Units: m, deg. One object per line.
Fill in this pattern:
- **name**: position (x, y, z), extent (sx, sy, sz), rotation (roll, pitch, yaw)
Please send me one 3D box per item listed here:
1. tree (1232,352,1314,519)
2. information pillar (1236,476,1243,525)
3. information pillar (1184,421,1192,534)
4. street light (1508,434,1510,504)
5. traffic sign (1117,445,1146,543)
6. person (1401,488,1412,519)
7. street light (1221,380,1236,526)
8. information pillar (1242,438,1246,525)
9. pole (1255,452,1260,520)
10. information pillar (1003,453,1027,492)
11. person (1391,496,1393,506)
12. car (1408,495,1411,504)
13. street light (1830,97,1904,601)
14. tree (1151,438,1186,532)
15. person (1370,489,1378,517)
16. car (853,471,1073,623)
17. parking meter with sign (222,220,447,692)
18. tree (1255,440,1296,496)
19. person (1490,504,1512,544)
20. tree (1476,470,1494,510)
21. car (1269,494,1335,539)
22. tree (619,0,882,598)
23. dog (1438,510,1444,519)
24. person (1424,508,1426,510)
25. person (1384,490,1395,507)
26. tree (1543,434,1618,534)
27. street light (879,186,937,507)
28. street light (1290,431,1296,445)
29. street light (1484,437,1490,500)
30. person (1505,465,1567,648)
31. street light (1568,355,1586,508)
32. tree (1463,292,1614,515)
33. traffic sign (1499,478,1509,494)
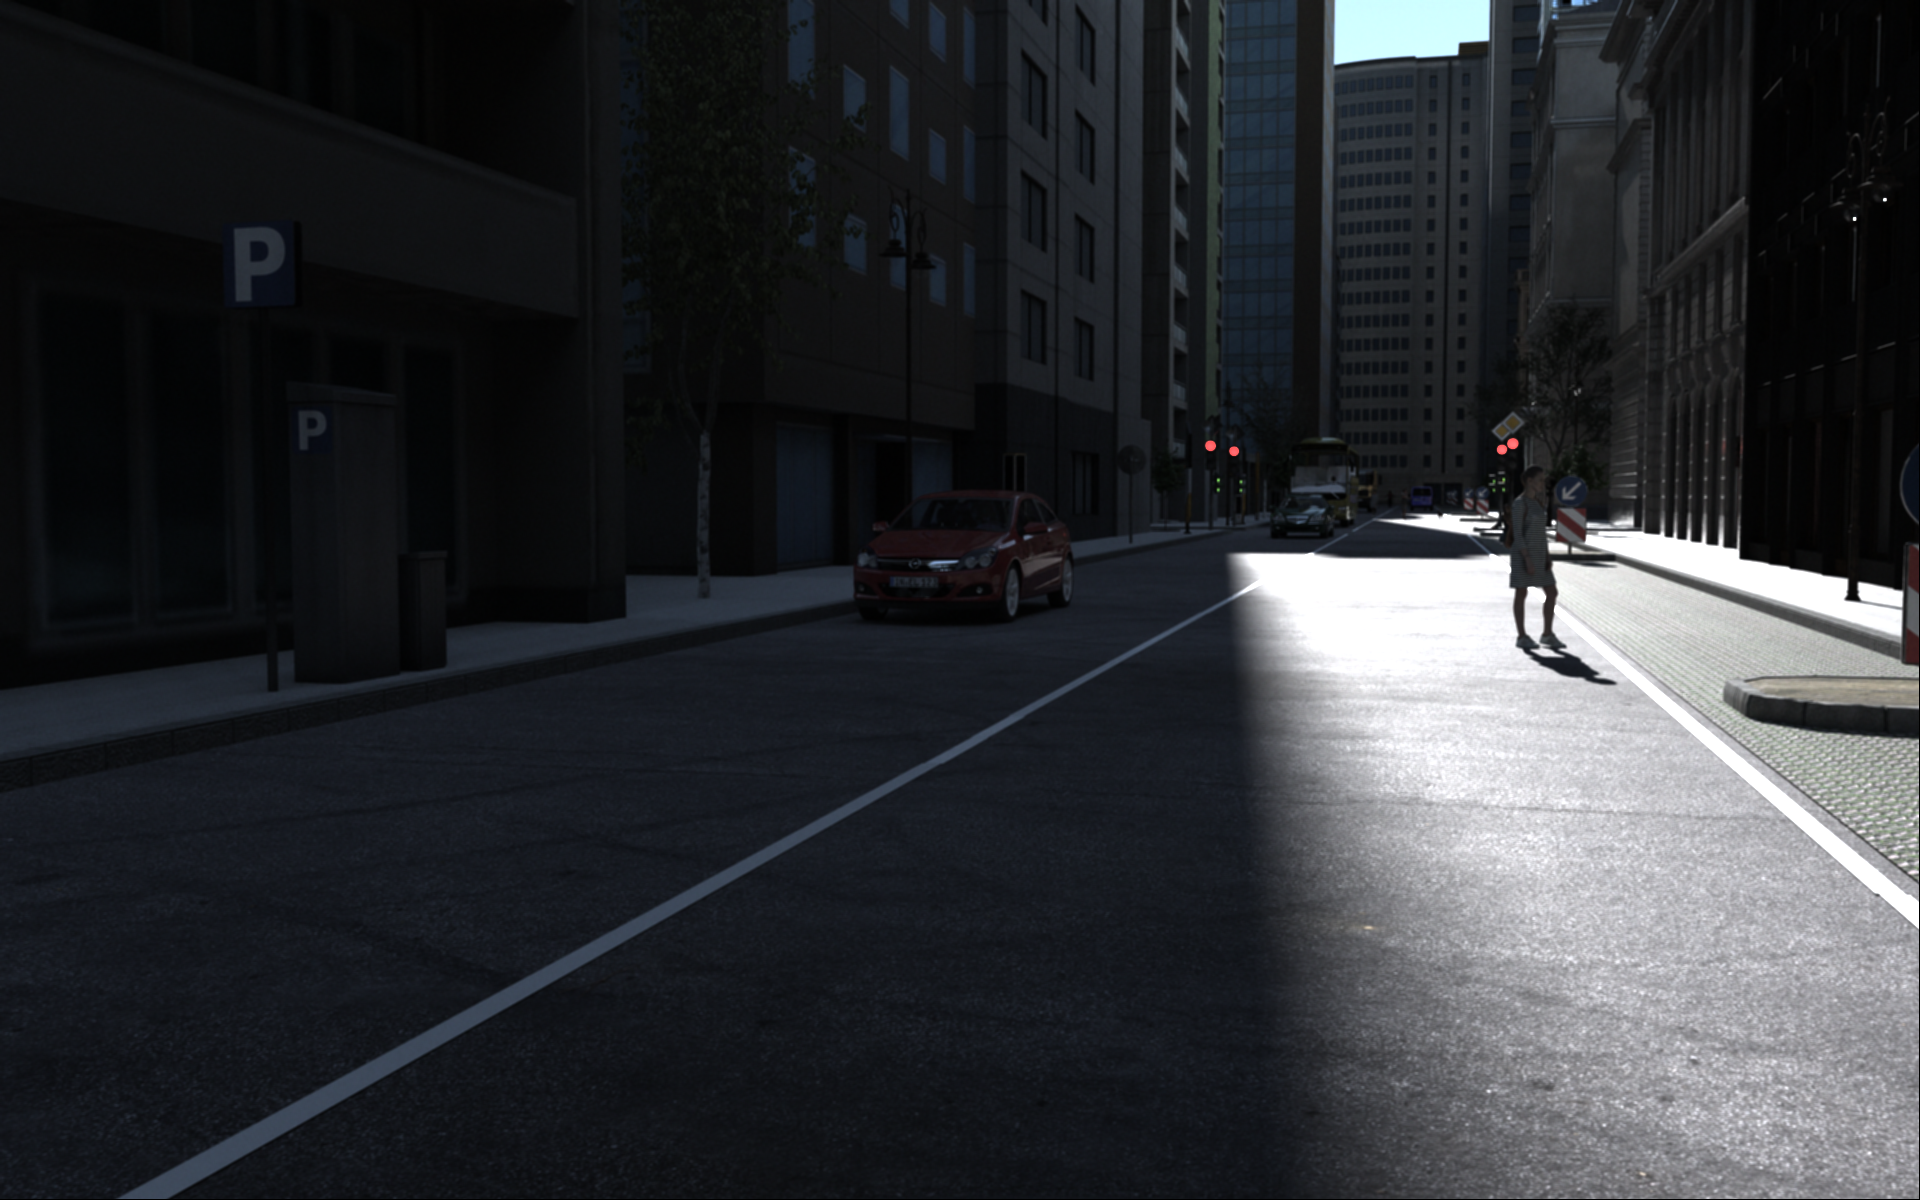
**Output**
- **tree**: position (16.167, -8.557, 90.275), extent (4.360, 8.622, 3.978), rotation (0, 3, 0)
- **information pillar**: position (11.531, -4.107, 71.634), extent (0.304, 2.012, 0.304), rotation (1, 4, 10)
- **information pillar**: position (7.351, -3.937, 55.723), extent (0.183, 3.616, 0.504), rotation (0, 4, -5)
- **street light**: position (32.063, -7.844, 101.041), extent (0.468, 5.910, 1.993), rotation (1, 4, 15)
- **traffic sign**: position (4.443, -2.745, 44.991), extent (0.768, 2.556, 0.104), rotation (1, 4, 17)
- **person**: position (25.312, -5.474, 98.362), extent (0.532, 1.782, 0.716), rotation (2, 4, 32)
- **street light**: position (10.856, -5.952, 70.099), extent (0.468, 5.910, 1.993), rotation (1, 4, 15)
- **information pillar**: position (11.893, -4.972, 72.653), extent (0.183, 3.616, 0.504), rotation (0, 4, -1)
- **pole**: position (14.543, -5.558, 84.720), extent (0.158, 3.312, 0.155), rotation (0, 3, 0)
- **information pillar**: position (0.992, -1.646, 31.401), extent (0.304, 2.012, 0.304), rotation (-3, 5, -43)
- **person**: position (48.293, -11.163, 194.275), extent (1.065, 1.426, 0.557), rotation (-3, 5, -40)
- **car**: position (55.586, -12.306, 213.208), extent (2.014, 1.417, 4.499), rotation (1, 4, 17)
- **street light**: position (10.756, -2.930, 20.693), extent (0.468, 5.910, 1.993), rotation (1, 4, 15)
- **tree**: position (7.121, -3.973, 59.565), extent (1.663, 3.219, 1.824), rotation (0, 3, 0)
- **person**: position (25.402, -5.935, 106.286), extent (0.466, 1.731, 0.760), rotation (0, 4, 6)
- **car**: position (0.119, -0.719, 20.804), extent (2.155, 1.783, 4.494), rotation (1, 4, 16)
- **parking meter with sign**: position (-4.229, -0.961, 11.967), extent (0.543, 3.016, 1.738), rotation (1, 4, 17)
- **tree**: position (18.850, -7.146, 100.547), extent (4.285, 4.588, 4.351), rotation (0, 3, 0)
- **person**: position (15.636, -2.148, 49.113), extent (1.012, 1.151, 0.738), rotation (2, 4, 29)
- **tree**: position (42.884, -8.961, 141.115), extent (1.663, 3.219, 1.824), rotation (0, 3, 0)
- **car**: position (11.366, -2.785, 57.333), extent (2.131, 1.459, 4.920), rotation (1, 4, 16)
- **tree**: position (-3.104, -4.341, 21.343), extent (4.737, 8.622, 4.395), rotation (0, 3, 0)
- **dog**: position (27.605, -4.907, 99.519), extent (0.540, 0.507, 0.406), rotation (3, 5, 42)
- **person**: position (40.533, -8.539, 151.339), extent (0.697, 1.427, 0.421), rotation (3, 4, 36)
- **person**: position (46.030, -10.829, 185.498), extent (1.348, 1.831, 0.705), rotation (-1, 4, -12)
- **tree**: position (19.932, -3.729, 55.572), extent (1.663, 3.219, 1.824), rotation (0, 3, 0)
- **street light**: position (-0.781, -3.279, 26.398), extent (0.468, 5.910, 1.993), rotation (1, 4, 15)
- **street light**: position (20.548, -8.205, 106.946), extent (0.468, 5.910, 1.993), rotation (1, 4, 15)
- **street light**: position (41.911, -10.095, 137.846), extent (0.468, 5.910, 1.993), rotation (1, 4, 15)
- **person**: position (5.323, -0.406, 16.148), extent (0.512, 1.701, 0.522), rotation (-3, 5, -42)
- **street light**: position (20.563, -5.202, 57.839), extent (0.468, 5.910, 1.993), rotation (1, 4, 15)
- **tree**: position (27.772, -8.961, 80.918), extent (8.767, 10.594, 7.601), rotation (0, 4, -7)
- **traffic sign**: position (32.100, -6.200, 102.552), extent (0.795, 2.450, 0.064), rotation (1, 4, 20)
